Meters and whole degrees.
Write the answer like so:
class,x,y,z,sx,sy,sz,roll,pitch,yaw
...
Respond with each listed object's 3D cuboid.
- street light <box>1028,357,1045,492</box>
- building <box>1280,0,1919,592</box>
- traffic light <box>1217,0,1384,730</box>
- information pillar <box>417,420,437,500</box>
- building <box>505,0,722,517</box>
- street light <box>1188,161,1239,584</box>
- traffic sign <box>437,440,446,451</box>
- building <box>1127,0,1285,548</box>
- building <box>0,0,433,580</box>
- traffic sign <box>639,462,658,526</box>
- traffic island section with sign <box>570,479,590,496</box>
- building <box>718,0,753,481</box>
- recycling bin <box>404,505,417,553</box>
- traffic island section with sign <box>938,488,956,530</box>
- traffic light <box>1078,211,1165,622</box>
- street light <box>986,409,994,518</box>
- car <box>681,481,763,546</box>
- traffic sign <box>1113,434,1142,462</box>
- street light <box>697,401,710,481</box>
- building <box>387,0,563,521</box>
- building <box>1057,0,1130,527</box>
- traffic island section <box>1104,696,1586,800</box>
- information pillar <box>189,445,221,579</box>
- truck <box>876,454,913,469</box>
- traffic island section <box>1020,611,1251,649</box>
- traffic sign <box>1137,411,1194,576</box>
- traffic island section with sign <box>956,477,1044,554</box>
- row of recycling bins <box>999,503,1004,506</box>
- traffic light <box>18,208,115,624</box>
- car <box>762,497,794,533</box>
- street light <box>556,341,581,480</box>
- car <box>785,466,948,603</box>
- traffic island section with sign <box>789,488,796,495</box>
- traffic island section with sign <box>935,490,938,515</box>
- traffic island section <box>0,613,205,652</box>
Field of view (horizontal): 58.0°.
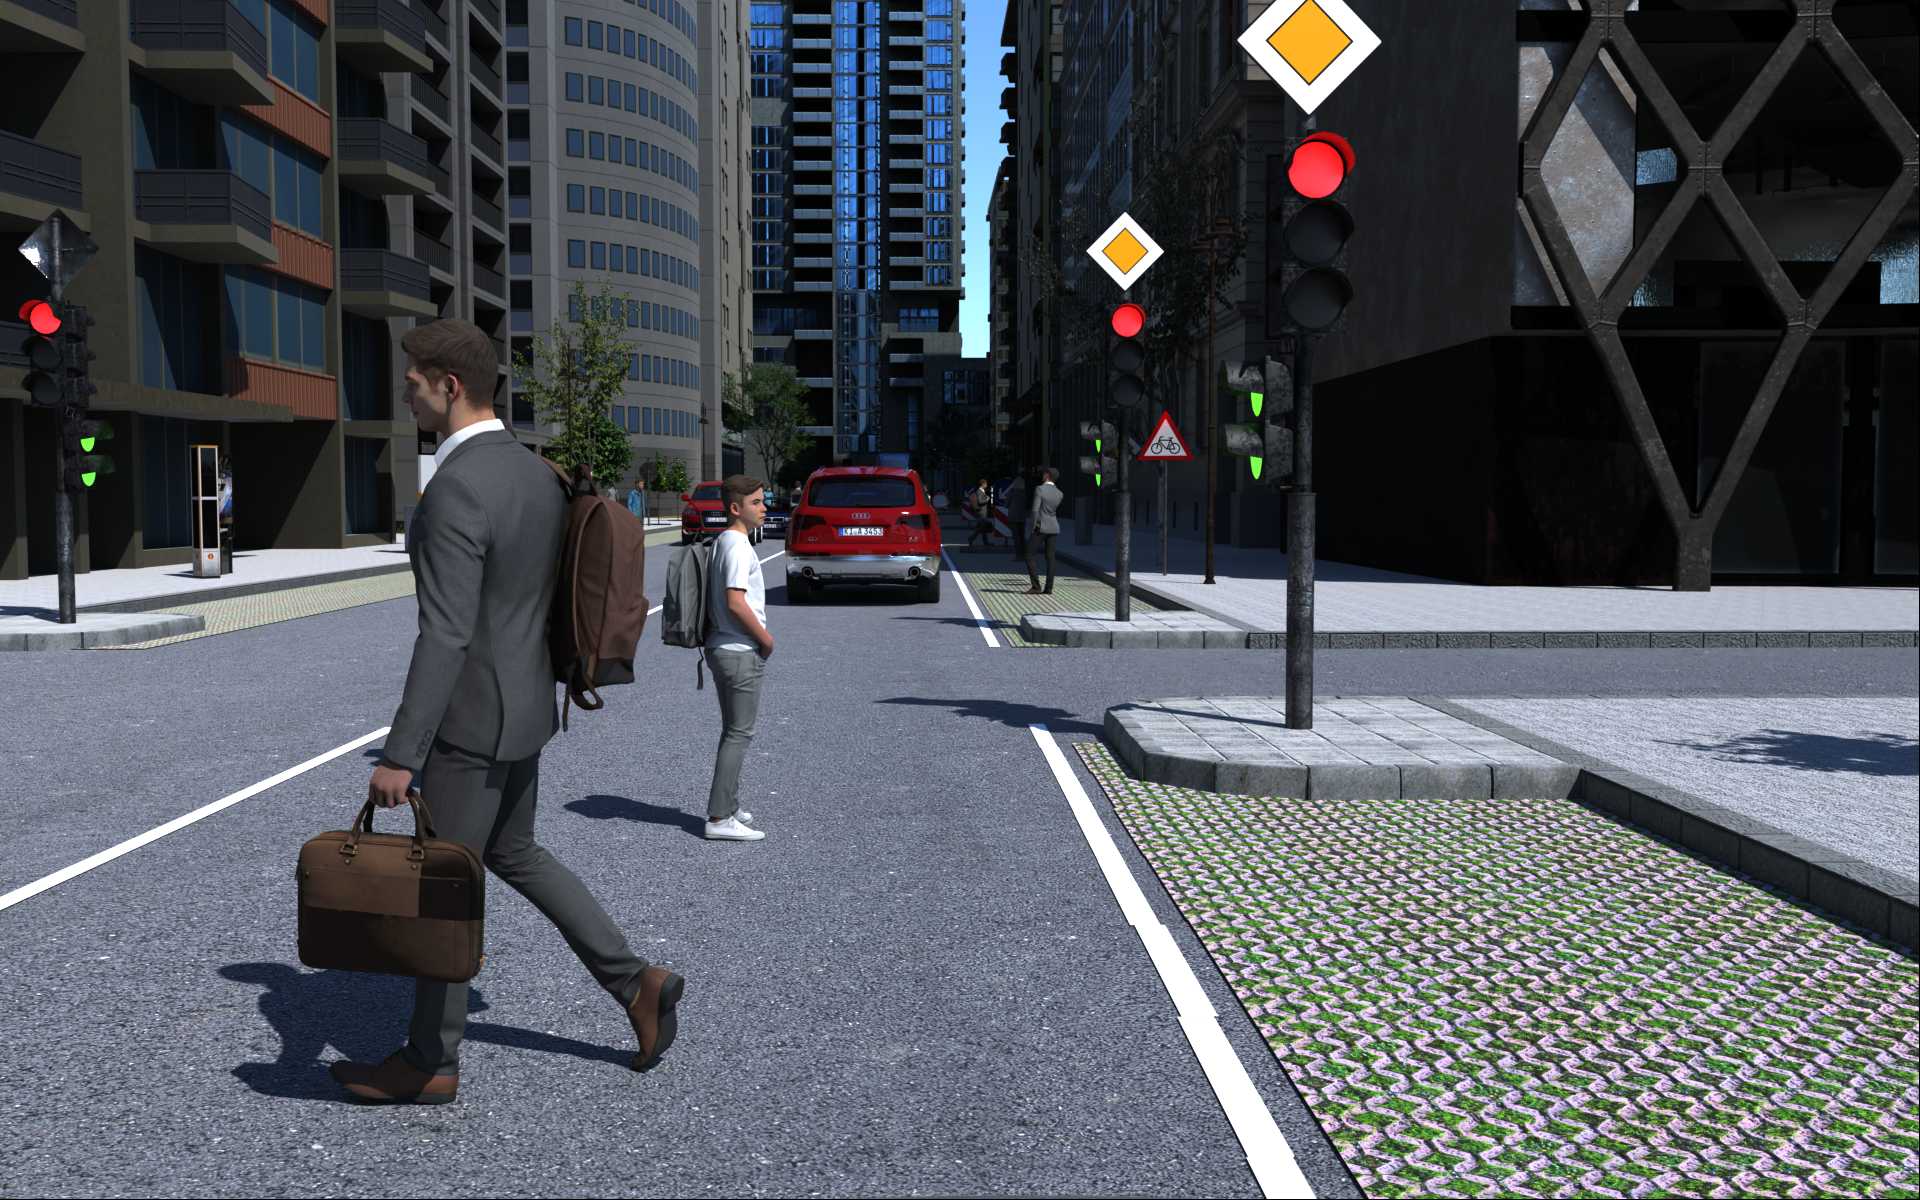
class,x,y,z,sx,sy,sz,roll,pitch,yaw
street light,2.553,-5.231,58.315,0.468,5.910,1.993,0,4,-2
building,15.508,-9.871,28.836,16.811,18.784,16.820,0,4,-2
traffic light,1.840,-1.252,9.385,0.839,4.253,0.868,0,4,-2
information pillar,-11.308,-2.782,36.836,0.183,3.616,0.504,2,4,28
building,-26.801,-34.472,105.620,21.231,58.520,28.212,0,4,-2
street light,3.562,-3.165,24.537,0.468,5.910,1.993,0,4,-2
traffic sign,-11.334,-2.367,38.809,0.768,2.556,0.104,0,4,1
building,12.488,-16.136,51.220,14.401,28.519,23.554,0,4,-2
building,-23.922,-23.248,34.723,22.147,44.769,28.867,0,4,-2
traffic sign,-12.431,-4.220,69.104,0.768,2.556,0.104,0,4,6
traffic island section with sign,-9.218,-2.029,41.802,1.989,1.847,2.006,0,4,-2
building,-32.244,-34.300,150.049,27.495,52.752,28.713,0,4,-2
recycling bin,-11.886,-1.573,38.278,0.722,1.027,0.722,-1,4,-15
traffic island section with sign,0.245,-3.705,69.203,1.989,1.847,2.006,0,4,-2
traffic light,1.621,-1.740,17.367,0.839,4.253,0.868,0,4,-2
street light,1.590,-7.297,92.095,0.468,5.910,1.993,0,4,-2
car,-6.731,-2.487,49.338,2.281,1.827,5.304,0,4,-3
traffic sign,3.277,-2.145,34.809,0.795,2.593,0.064,0,4,6
street light,-12.788,-6.955,86.497,0.468,5.910,1.993,0,4,-2
building,-26.809,-38.427,66.528,20.563,71.187,20.611,0,4,-2
building,11.170,-18.367,77.787,11.434,29.767,29.804,0,4,-2
traffic island section,1.880,0.782,9.500,2.009,0.180,2.903,0,4,-2
information pillar,-11.465,-1.335,26.312,0.304,2.012,0.304,3,5,43
truck,-4.234,-7.296,109.056,2.967,4.110,18.799,0,4,-1
traffic island section,1.661,0.294,17.482,2.009,0.180,2.903,0,4,-2
traffic sign,3.222,-1.662,27.179,0.884,2.594,0.081,0,4,8
traffic island section with sign,0.986,-2.057,42.258,1.989,1.847,2.006,0,4,-2
row of recycling bins,2.141,-3.953,71.741,1.069,1.692,3.534,0,4,4
traffic light,-8.836,-1.721,17.066,0.839,4.253,0.868,0,4,-2
car,-6.052,-2.690,56.564,1.945,1.354,3.894,0,4,-3
street light,-11.813,-4.872,52.437,0.468,5.910,1.993,0,4,-2
car,-1.298,-0.957,24.319,2.281,1.827,5.304,0,4,-1
traffic island section with sign,-11.342,-6.746,118.929,1.989,1.847,2.006,0,4,-2
traffic island section with sign,-1.125,-6.763,119.199,1.989,1.847,2.006,0,4,-2
traffic island section,-8.876,0.311,17.199,2.009,0.180,2.903,0,4,-2
